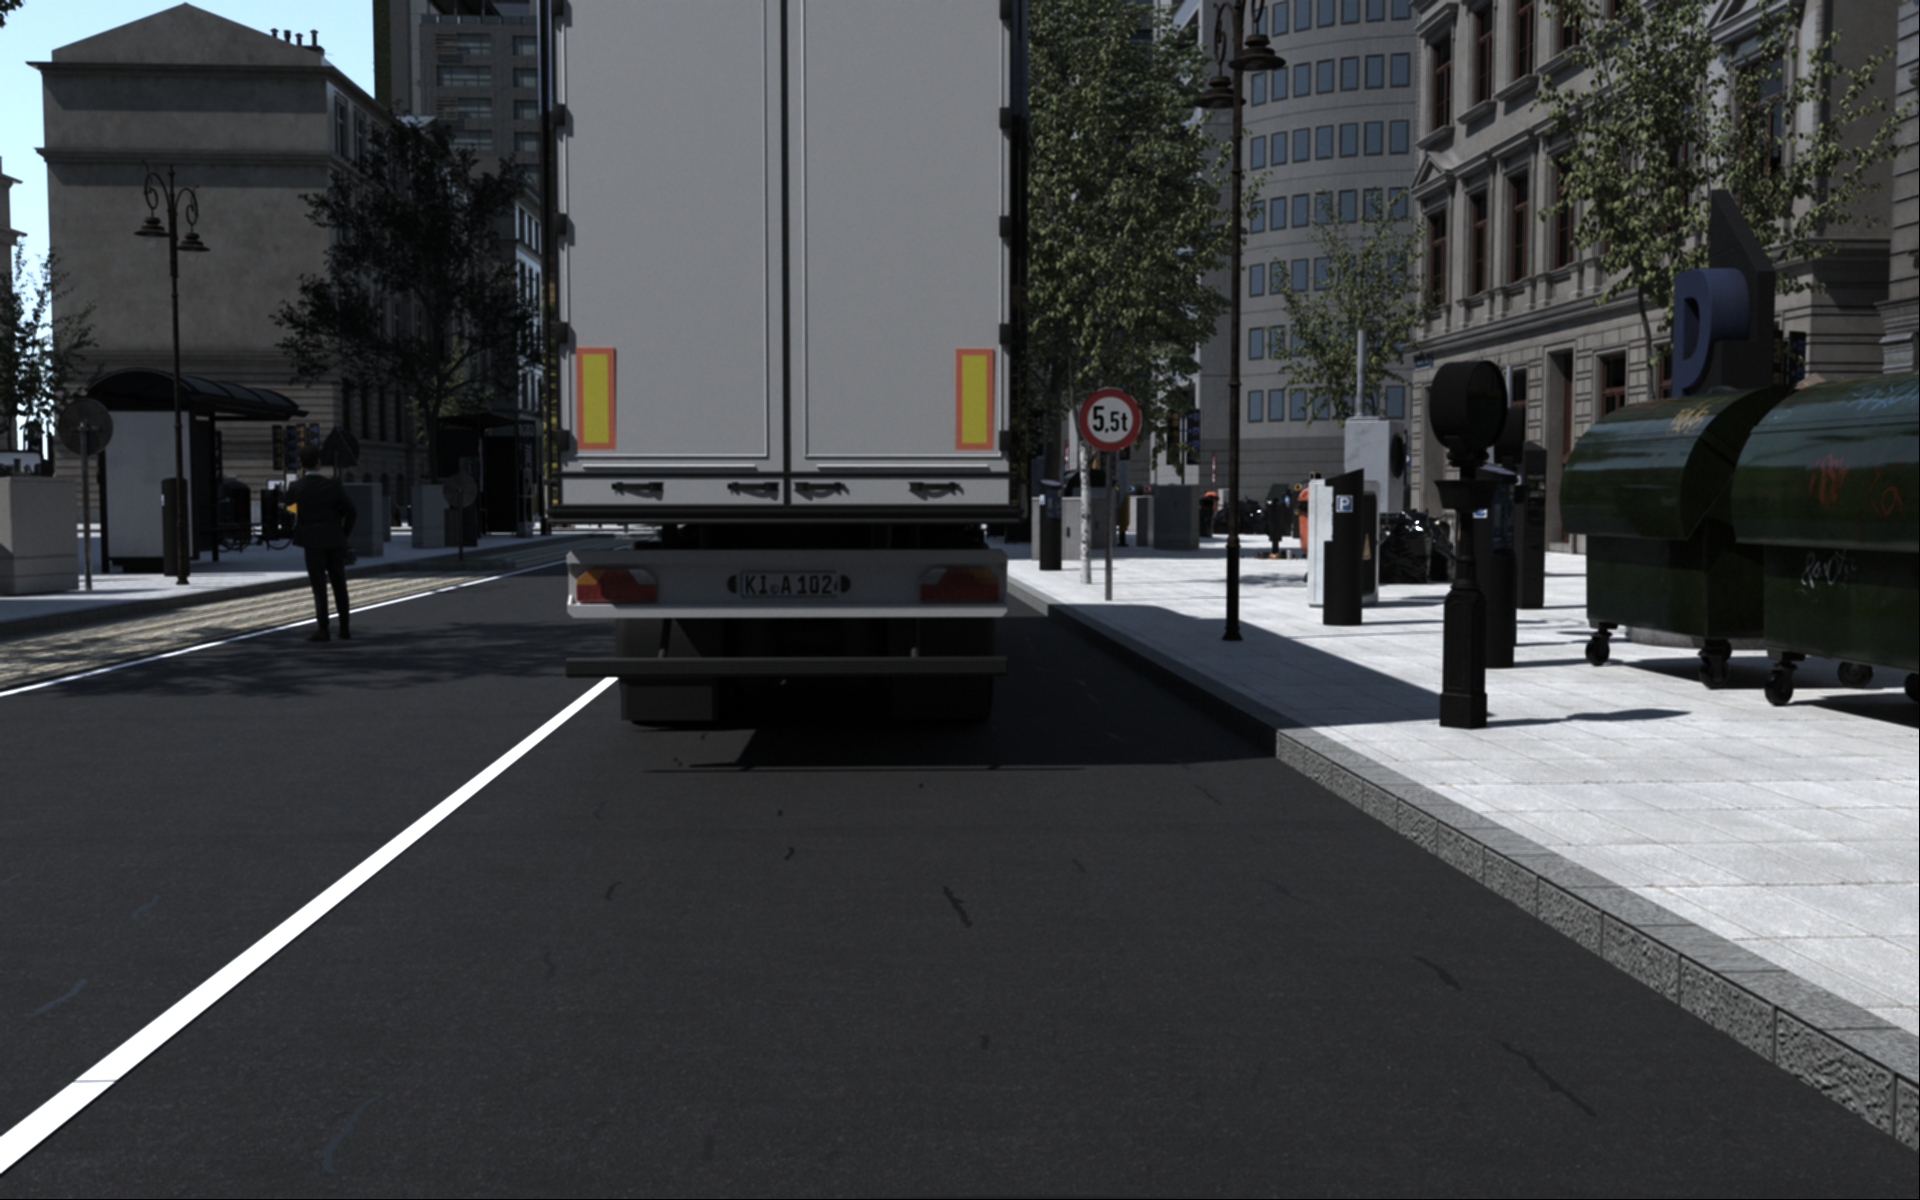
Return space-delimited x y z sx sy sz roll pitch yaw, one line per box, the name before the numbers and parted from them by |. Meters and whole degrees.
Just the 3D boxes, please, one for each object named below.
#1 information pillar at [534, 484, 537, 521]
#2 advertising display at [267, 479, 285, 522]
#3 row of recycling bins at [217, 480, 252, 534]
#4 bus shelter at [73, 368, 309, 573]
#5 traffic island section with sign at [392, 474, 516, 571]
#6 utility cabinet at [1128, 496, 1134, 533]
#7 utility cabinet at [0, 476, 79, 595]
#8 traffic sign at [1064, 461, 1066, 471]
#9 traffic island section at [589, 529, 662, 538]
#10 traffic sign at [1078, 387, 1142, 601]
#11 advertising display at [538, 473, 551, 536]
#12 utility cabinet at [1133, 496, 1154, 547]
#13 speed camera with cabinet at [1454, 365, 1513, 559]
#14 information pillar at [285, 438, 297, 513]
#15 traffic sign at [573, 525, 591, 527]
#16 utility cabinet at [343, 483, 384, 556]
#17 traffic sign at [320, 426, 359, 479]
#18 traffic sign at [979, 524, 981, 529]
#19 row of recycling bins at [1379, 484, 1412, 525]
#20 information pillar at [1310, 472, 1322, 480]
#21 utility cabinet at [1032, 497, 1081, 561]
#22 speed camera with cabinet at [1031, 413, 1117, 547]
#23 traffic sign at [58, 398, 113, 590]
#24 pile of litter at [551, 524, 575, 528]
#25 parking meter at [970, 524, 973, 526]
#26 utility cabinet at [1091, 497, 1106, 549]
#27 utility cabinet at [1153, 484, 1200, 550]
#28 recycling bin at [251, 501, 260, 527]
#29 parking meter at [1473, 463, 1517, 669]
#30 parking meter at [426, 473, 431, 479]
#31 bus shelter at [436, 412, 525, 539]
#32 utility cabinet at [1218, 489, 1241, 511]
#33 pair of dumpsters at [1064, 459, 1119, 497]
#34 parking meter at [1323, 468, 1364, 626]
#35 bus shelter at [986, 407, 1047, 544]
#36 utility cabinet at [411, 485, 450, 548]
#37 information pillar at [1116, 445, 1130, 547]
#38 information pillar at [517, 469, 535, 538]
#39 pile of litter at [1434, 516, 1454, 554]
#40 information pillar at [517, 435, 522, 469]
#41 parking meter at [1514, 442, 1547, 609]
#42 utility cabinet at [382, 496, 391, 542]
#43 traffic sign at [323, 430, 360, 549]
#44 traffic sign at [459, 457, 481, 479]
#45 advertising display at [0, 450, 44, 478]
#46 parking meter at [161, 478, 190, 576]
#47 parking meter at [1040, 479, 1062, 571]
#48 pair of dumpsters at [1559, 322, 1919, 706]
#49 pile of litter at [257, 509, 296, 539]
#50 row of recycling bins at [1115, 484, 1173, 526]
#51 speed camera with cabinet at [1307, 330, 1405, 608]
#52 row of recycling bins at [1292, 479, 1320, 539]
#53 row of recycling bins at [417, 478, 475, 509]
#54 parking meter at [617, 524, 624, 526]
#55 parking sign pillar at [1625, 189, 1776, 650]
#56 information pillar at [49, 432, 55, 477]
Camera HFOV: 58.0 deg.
information pillar | -20.419 -5.605 82.988 0.183 3.616 0.504 -2 4 -31
advertising display | -29.017 -4.194 73.786 0.974 1.923 0.123 0 4 0
row of recycling bins | -22.417 -2.792 52.770 1.069 1.692 3.534 -2 4 -33
bus shelter | -13.356 -2.243 30.592 2.014 3.302 5.546 0 4 -4
traffic island section with sign | -9.535 -1.482 32.864 1.989 1.847 2.006 0 4 -4
utility cabinet | 5.994 -2.797 56.894 1.020 1.237 0.306 3 5 44
utility cabinet | -11.894 -0.832 22.274 0.318 1.500 1.173 1 4 11
traffic sign | 2.943 -3.106 52.918 0.606 2.300 0.079 0 4 4
traffic island section | -11.115 -2.155 57.514 2.009 0.180 2.903 0 4 -4
traffic sign | 1.792 -1.265 20.795 0.768 2.556 0.104 0 4 -2
advertising display | -12.834 -2.962 53.635 0.123 1.923 0.974 0 4 5
utility cabinet | 4.586 -1.937 42.831 0.306 1.237 1.020 1 4 16
speed camera with cabinet | 8.330 -2.024 27.435 0.660 3.252 2.038 0 4 5
information pillar | -27.432 -4.868 70.950 0.504 3.616 0.183 0 4 6
traffic sign | -14.892 -4.540 68.099 2.265 3.308 0.079 0 4 3
utility cabinet | -12.365 -1.637 35.451 1.173 1.500 0.318 2 4 27
traffic sign | -12.009 -2.038 33.326 0.884 2.594 0.081 0 4 -1
traffic sign | 0.627 -3.328 54.511 0.768 2.556 0.104 0 4 3
row of recycling bins | 18.260 -3.807 69.361 3.534 1.692 1.069 0 4 -6
information pillar | 11.995 -3.298 58.413 0.304 2.012 0.304 -1 4 -17
utility cabinet | 1.897 -1.365 33.477 1.020 1.237 0.306 0 4 3
speed camera with cabinet | 2.794 -2.939 42.388 2.038 3.252 0.660 1 4 23
traffic sign | -11.642 -1.404 23.063 0.768 2.556 0.104 0 4 5
pile of litter | -15.179 -3.161 65.643 1.176 0.858 1.719 -1 4 -12
parking meter | 0.337 -2.933 56.365 0.372 1.533 0.369 0 3 0
utility cabinet | 2.978 -1.796 40.526 1.020 1.237 0.306 -3 5 -43
utility cabinet | 4.947 -1.896 39.673 0.318 1.500 1.173 -3 4 -39
recycling bin | -27.859 -3.370 67.653 0.722 1.027 0.722 1 4 19
parking meter | 3.927 -0.271 12.850 0.372 1.533 0.369 0 3 0
parking meter | -14.833 -2.625 48.635 0.255 1.863 0.399 -1 4 -9
bus shelter | -14.420 -3.744 52.489 1.731 3.624 6.357 0 4 -3
utility cabinet | 11.617 -4.035 74.655 1.173 1.500 0.318 -3 5 -42
pair of dumpsters | 3.447 -2.839 48.916 1.574 2.255 4.437 0 4 -3
parking meter | 3.754 -0.523 16.959 0.372 1.533 0.369 0 3 0
bus shelter | 1.464 -3.445 47.607 1.731 3.624 6.357 0 4 -4
utility cabinet | -12.605 -1.990 41.218 0.318 1.500 1.173 1 4 15
information pillar | 4.009 -3.114 42.269 0.183 3.616 0.504 -1 4 -18
information pillar | -12.744 -2.830 50.764 0.304 2.012 0.304 3 4 36
pile of litter | 9.483 -1.199 33.566 1.176 0.858 1.719 0 4 2
information pillar | -16.450 -4.505 65.007 0.504 3.616 0.183 -3 5 -40
parking meter | 6.350 -0.834 19.345 0.255 1.863 0.399 0 4 -6
utility cabinet | -15.847 -2.164 46.535 1.020 1.237 0.306 -1 4 -10
traffic sign | -12.333 -2.106 34.535 0.768 2.556 0.104 0 4 4
traffic sign | -13.457 -2.781 47.597 0.606 2.300 0.079 0 4 3
advertising display | -13.827 -1.221 25.180 0.123 1.923 0.974 3 5 40
parking meter | -12.266 -1.142 27.086 0.372 1.533 0.369 0 3 0
parking meter | 1.526 -1.268 29.135 0.372 1.533 0.369 0 3 0
pair of dumpsters | 5.434 -0.515 10.913 1.574 2.255 4.437 0 4 -4
pile of litter | -19.370 -2.205 50.024 1.719 0.858 1.176 1 4 13
row of recycling bins | 7.310 -3.788 69.050 3.534 1.692 1.069 3 5 41
speed camera with cabinet | 4.663 -1.585 20.249 0.660 3.252 2.038 2 4 29
row of recycling bins | 10.029 -2.543 48.690 1.069 1.692 3.534 0 4 3
row of recycling bins | -13.326 -2.296 44.646 1.069 1.692 3.534 -2 4 -29
parking meter | -13.718 -3.942 70.170 0.399 1.863 0.255 1 4 8
parking sign pillar | 6.504 -1.611 14.807 1.447 3.967 1.447 0 4 7
information pillar | -34.245 -4.528 65.382 0.183 3.616 0.504 -1 4 -18
